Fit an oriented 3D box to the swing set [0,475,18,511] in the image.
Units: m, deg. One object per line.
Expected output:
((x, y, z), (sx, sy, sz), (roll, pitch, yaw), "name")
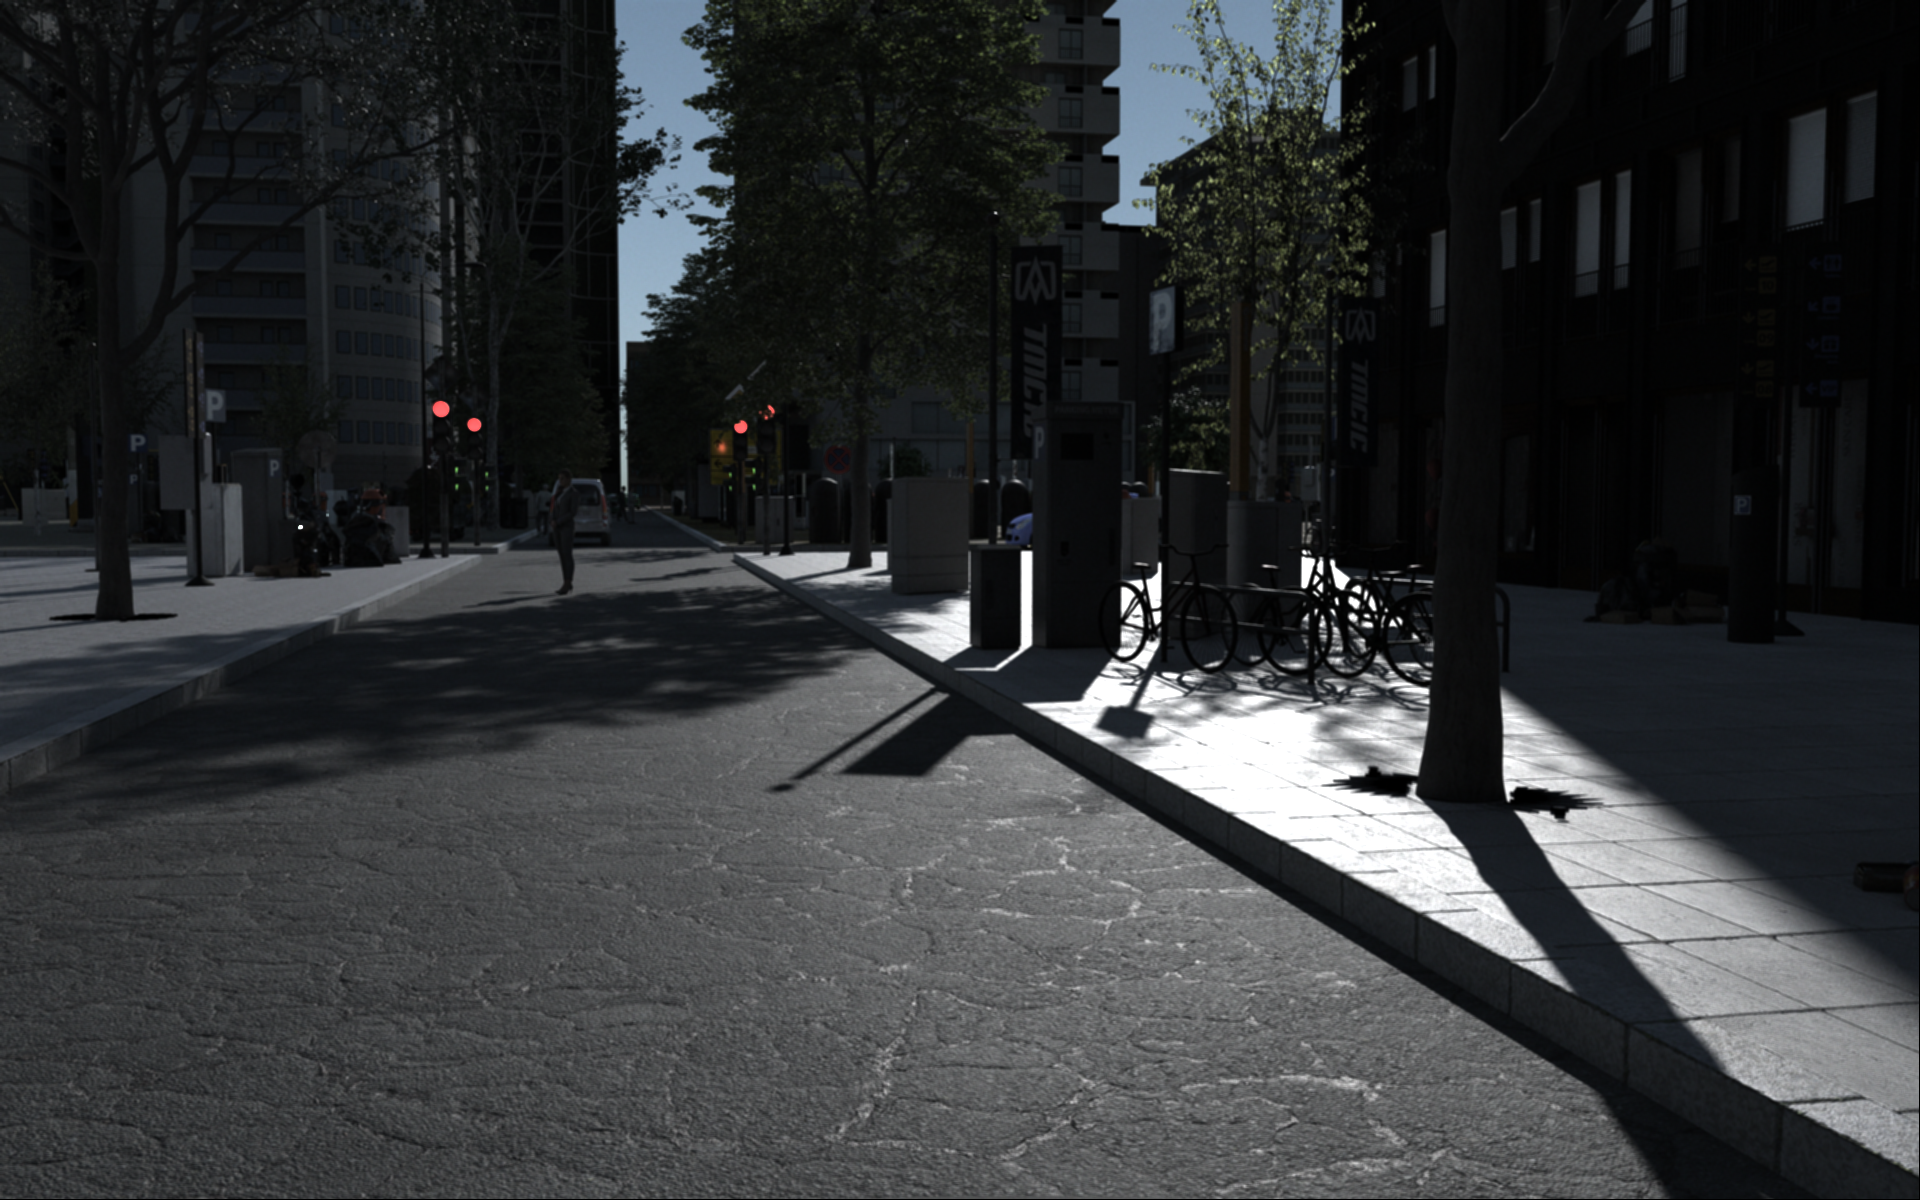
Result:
((-49.631, -5.498, 87.508), (2.862, 2.851, 3.119), (0, 4, -1), "swing set")

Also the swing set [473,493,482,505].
((-29.656, -6.950, 111.255), (3.119, 2.851, 2.862), (0, 4, 0), "swing set")

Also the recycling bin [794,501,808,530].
((-6.085, -3.058, 62.557), (0.722, 1.027, 0.722), (1, 4, 21), "recycling bin")

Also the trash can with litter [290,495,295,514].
((-42.504, -6.139, 111.426), (2.233, 1.210, 1.678), (1, 4, 18), "trash can with litter")

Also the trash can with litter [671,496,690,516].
((-16.220, -5.470, 100.818), (1.055, 1.170, 0.624), (-2, 4, -30), "trash can with litter")

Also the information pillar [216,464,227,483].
((-18.340, -2.349, 42.893), (0.304, 2.012, 0.304), (0, 4, -5), "information pillar")

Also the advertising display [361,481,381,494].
((-28.452, -4.802, 83.734), (0.123, 1.923, 0.974), (3, 5, 40), "advertising display")

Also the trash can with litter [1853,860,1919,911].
((3.793, 0.343, 5.451), (2.233, 1.210, 1.678), (-1, 4, -12), "trash can with litter")

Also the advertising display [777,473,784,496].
((-5.451, -2.937, 53.230), (0.123, 1.923, 0.974), (-1, 4, -18), "advertising display")

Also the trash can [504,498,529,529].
((-16.117, -3.162, 63.345), (0.748, 1.137, 0.748), (0, 3, 0), "trash can")

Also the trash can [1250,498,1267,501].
((9.847, -2.817, 57.715), (0.748, 1.137, 0.748), (0, 3, 0), "trash can")

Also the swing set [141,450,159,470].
((-28.657, -3.886, 61.163), (3.119, 2.851, 2.862), (-1, 4, -21), "swing set")

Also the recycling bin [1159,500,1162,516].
((8.097, -3.697, 73.000), (0.722, 1.027, 0.722), (0, 4, -6), "recycling bin")

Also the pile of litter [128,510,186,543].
((-21.281, -1.935, 45.605), (1.719, 0.858, 1.176), (-1, 4, -11), "pile of litter")

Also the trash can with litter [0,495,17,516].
((-55.868, -5.543, 101.691), (1.678, 1.210, 2.233), (3, 4, 37), "trash can with litter")

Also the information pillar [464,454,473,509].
((-26.189, -6.177, 92.341), (0.504, 3.616, 0.183), (1, 4, 19), "information pillar")

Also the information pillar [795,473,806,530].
((-5.660, -3.481, 61.412), (0.304, 2.012, 0.304), (1, 4, 14), "information pillar")

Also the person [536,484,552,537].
((-13.701, -2.969, 57.525), (0.782, 1.767, 0.515), (-1, 4, -20), "person")

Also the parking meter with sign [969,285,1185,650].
((0.963, -1.118, 14.543), (1.738, 3.016, 0.543), (-1, 4, -17), "parking meter with sign")

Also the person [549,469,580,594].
((-5.766, -0.993, 25.016), (0.520, 1.790, 0.573), (2, 4, 26), "person")

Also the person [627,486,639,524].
((-15.742, -4.565, 83.331), (0.583, 1.804, 0.606), (0, 4, -4), "person")

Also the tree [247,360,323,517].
((-37.181, -8.874, 95.450), (4.360, 8.622, 3.978), (0, 3, 0), "tree")

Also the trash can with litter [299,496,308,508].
((-34.305, -4.868, 90.984), (1.055, 1.170, 0.624), (1, 4, 9), "trash can with litter")

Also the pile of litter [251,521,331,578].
((-10.441, -0.799, 27.027), (1.176, 0.858, 1.719), (-1, 4, -18), "pile of litter")

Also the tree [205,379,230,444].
((-48.662, -9.777, 110.223), (4.360, 8.622, 3.978), (0, 3, 0), "tree")

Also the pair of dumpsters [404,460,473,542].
((-14.621, -2.817, 48.548), (1.574, 2.255, 4.437), (-1, 4, -11), "pair of dumpsters")

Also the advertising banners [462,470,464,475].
((-32.782, -7.123, 112.652), (2.074, 3.025, 0.090), (3, 5, 42), "advertising banners")

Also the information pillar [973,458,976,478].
((0.835, -7.333, 111.250), (0.183, 3.616, 0.504), (3, 5, 44), "information pillar")

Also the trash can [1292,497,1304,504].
((19.036, -5.252, 97.529), (0.748, 1.137, 0.748), (0, 3, 0), "trash can")

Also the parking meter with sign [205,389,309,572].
((-11.629, -1.981, 28.651), (1.738, 3.016, 0.543), (1, 4, 15), "parking meter with sign")

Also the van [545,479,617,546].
((-10.708, -2.561, 48.891), (2.013, 2.044, 4.112), (-1, 4, -10), "van")

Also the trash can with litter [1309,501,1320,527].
((13.674, -3.287, 65.130), (1.055, 1.170, 0.624), (0, 4, 7), "trash can with litter")

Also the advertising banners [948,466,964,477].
((-0.496, -6.797, 107.314), (2.074, 3.025, 0.090), (3, 5, 42), "advertising banners")

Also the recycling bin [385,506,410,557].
((-11.705, -1.392, 35.309), (0.722, 1.027, 0.722), (-3, 5, -40), "recycling bin")

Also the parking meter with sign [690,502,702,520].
((-12.901, -5.571, 87.353), (1.738, 3.016, 0.543), (2, 4, 35), "parking meter with sign")

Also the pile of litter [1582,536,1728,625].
((7.140, -0.211, 17.411), (1.719, 0.858, 1.176), (1, 4, 11), "pile of litter")

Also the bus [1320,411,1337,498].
((15.481, -3.232, 44.385), (12.252, 3.916, 2.896), (-1, 4, -9), "bus")

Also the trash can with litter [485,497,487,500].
((-19.808, -3.795, 73.436), (0.624, 1.170, 1.055), (-1, 4, -23), "trash can with litter")

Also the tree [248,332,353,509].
((-30.411, -7.920, 79.860), (4.737, 8.622, 4.395), (0, 3, 0), "tree")

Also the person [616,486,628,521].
((-17.706, -5.068, 91.132), (0.755, 1.850, 0.659), (-1, 4, -13), "person")

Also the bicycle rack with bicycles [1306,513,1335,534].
((8.425, -1.265, 34.068), (2.852, 0.926, 2.925), (-1, 4, -14), "bicycle rack with bicycles")

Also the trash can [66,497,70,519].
((-46.635, -4.802, 90.169), (0.748, 1.137, 0.748), (0, 3, 0), "trash can")

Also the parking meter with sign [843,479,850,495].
((-5.563, -5.530, 86.676), (0.543, 3.016, 1.738), (-1, 4, -16), "parking meter with sign")

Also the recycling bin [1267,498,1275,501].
((22.359, -6.832, 124.252), (0.722, 1.027, 0.722), (0, 4, 4), "recycling bin")

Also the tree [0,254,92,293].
((-28.181, -6.227, 52.172), (4.360, 8.622, 3.978), (0, 3, 0), "tree")

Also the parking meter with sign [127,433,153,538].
((-24.170, -3.324, 50.609), (0.543, 3.016, 1.738), (-3, 4, -36), "parking meter with sign")

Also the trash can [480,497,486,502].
((-21.652, -4.101, 78.712), (0.748, 1.137, 0.748), (0, 3, 0), "trash can")

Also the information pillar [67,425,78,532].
((-30.243, -4.147, 59.150), (0.183, 3.616, 0.504), (1, 4, 18), "information pillar")

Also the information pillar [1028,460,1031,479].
((4.459, -7.344, 111.435), (0.183, 3.616, 0.504), (-1, 4, -15), "information pillar")

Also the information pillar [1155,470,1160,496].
((12.961, -7.488, 113.788), (0.183, 3.616, 0.504), (2, 4, 34), "information pillar")

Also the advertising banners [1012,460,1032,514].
((2.194, -3.961, 60.952), (0.090, 3.025, 2.074), (2, 4, 24), "advertising banners")

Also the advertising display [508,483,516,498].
((-25.716, -5.795, 99.965), (0.974, 1.923, 0.123), (-2, 4, -33), "advertising display")

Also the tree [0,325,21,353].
((-26.850, -5.800, 45.189), (4.737, 8.622, 4.395), (0, 3, 0), "tree")

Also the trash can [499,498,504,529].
((-16.820, -3.226, 64.403), (0.748, 1.137, 0.748), (0, 3, 0), "trash can")

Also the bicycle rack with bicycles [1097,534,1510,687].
((2.701, 0.046, 12.631), (2.852, 0.926, 2.925), (-2, 4, -26), "bicycle rack with bicycles")

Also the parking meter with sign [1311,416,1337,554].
((8.180, -2.554, 38.016), (0.543, 3.016, 1.738), (2, 4, 28), "parking meter with sign")

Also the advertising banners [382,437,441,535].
((-16.978, -3.511, 53.601), (2.074, 3.025, 0.090), (0, 4, 2), "advertising banners")
